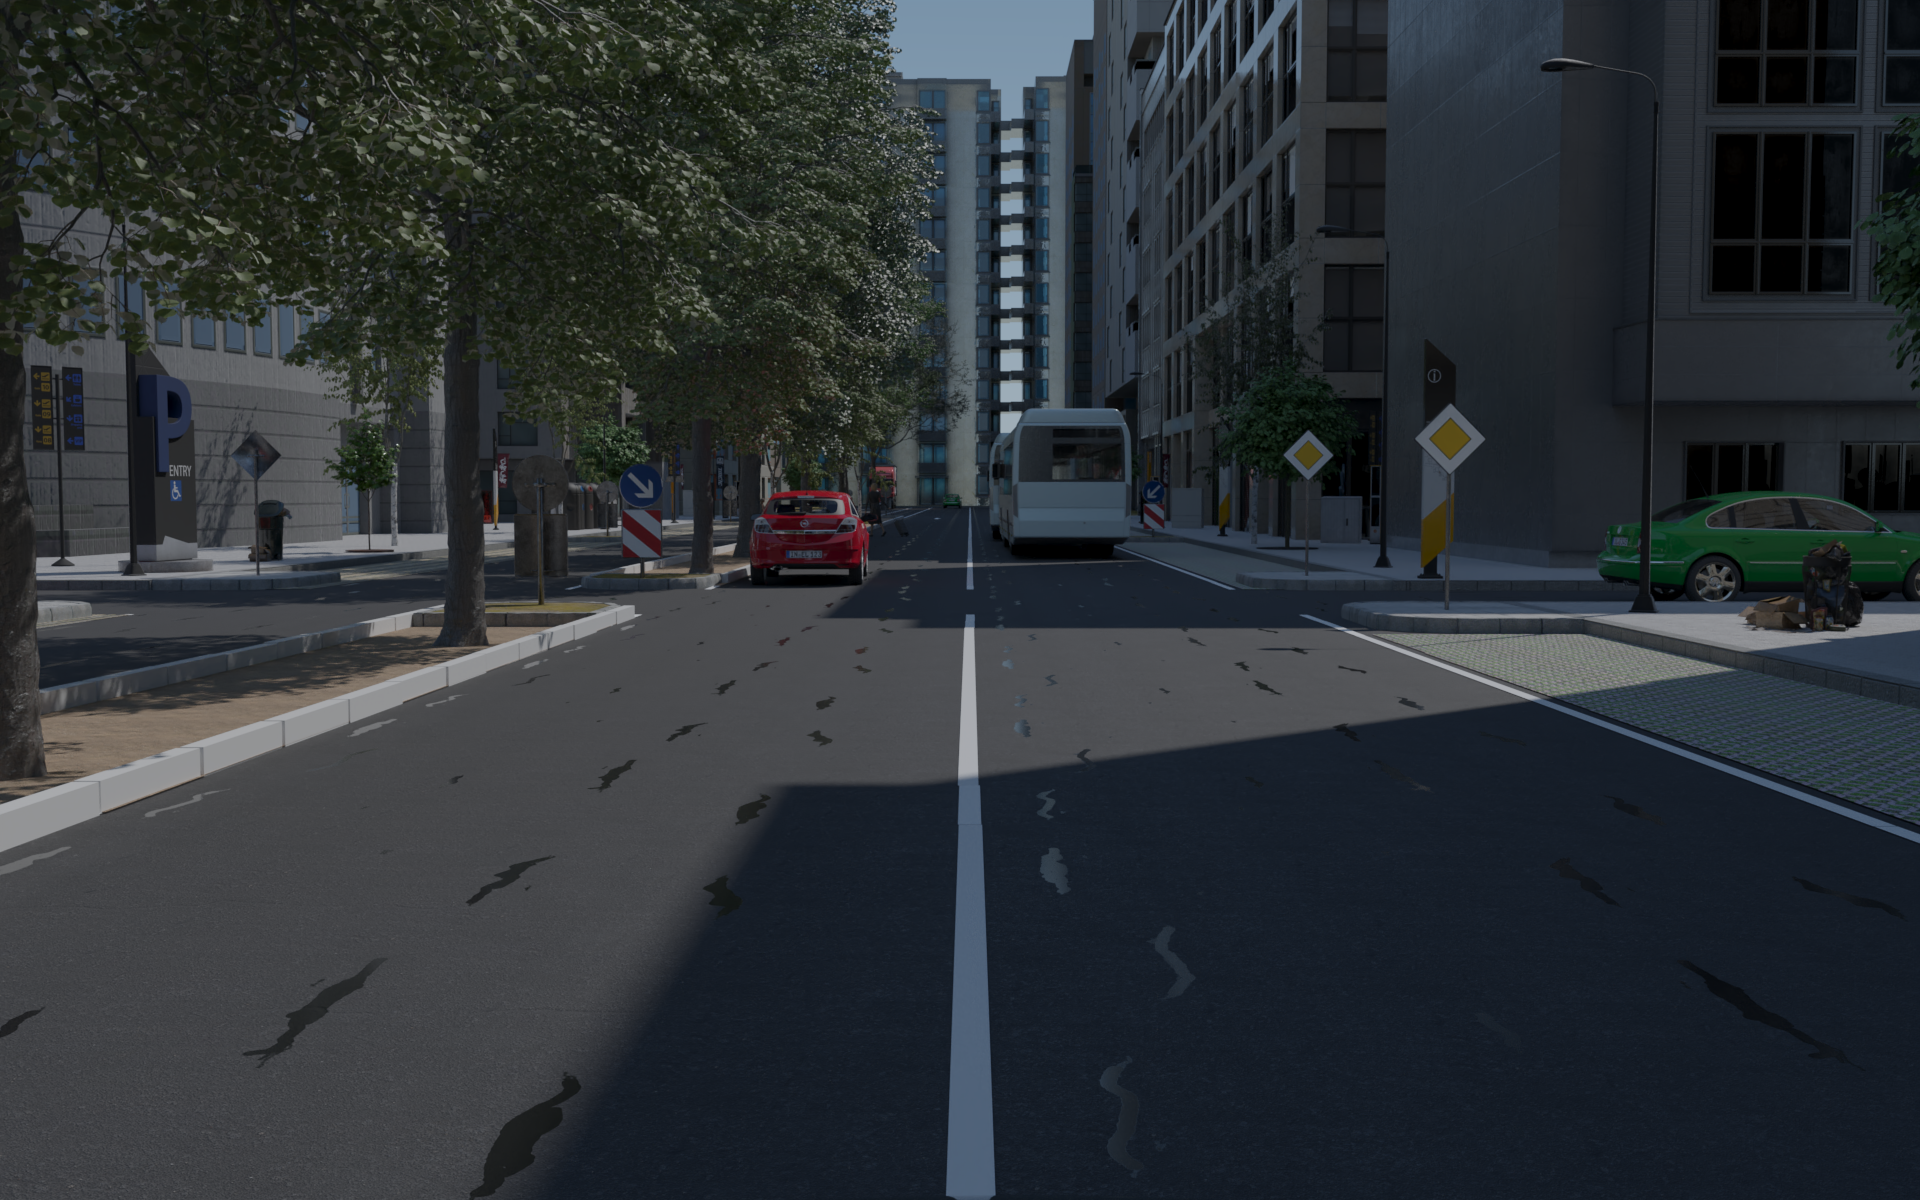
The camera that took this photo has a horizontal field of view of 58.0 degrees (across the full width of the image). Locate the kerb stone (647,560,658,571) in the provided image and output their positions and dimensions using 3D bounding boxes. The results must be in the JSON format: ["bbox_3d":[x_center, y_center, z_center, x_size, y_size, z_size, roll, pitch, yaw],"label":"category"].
[{"bbox_3d":[-5.852,-0.624,32.395,0.120,0.150,1.000,0,4,0],"label":"kerb stone"}]

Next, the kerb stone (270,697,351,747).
[{"bbox_3d":[-3.881,0.727,10.313,0.120,0.150,1.000,0,4,0],"label":"kerb stone"}]

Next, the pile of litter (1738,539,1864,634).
[{"bbox_3d":[8.075,-0.167,16.696,1.719,0.858,1.176,-3,4,-36],"label":"pile of litter"}]

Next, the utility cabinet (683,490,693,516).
[{"bbox_3d":[-15.286,-5.481,98.296,0.318,1.500,1.173,-3,5,-40],"label":"utility cabinet"}]

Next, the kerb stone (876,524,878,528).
[{"bbox_3d":[-3.537,-2.945,70.339,0.120,0.150,1.000,0,4,0],"label":"kerb stone"}]

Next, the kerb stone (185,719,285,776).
[{"bbox_3d":[-3.891,0.790,9.280,0.120,0.150,1.000,0,4,0],"label":"kerb stone"}]

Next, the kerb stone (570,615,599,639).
[{"bbox_3d":[-3.836,0.290,17.487,0.120,0.150,1.000,0,4,0],"label":"kerb stone"}]

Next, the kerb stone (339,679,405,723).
[{"bbox_3d":[-3.873,0.664,11.335,0.120,0.150,1.000,0,4,0],"label":"kerb stone"}]

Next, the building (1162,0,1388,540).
[{"bbox_3d":[19.090,-15.906,64.581,19.350,26.468,34.151,0,4,0],"label":"building"}]

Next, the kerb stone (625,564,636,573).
[{"bbox_3d":[-5.876,-0.496,30.350,0.120,0.150,1.000,0,4,0],"label":"kerb stone"}]

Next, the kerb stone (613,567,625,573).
[{"bbox_3d":[-5.876,-0.431,29.328,0.120,0.150,1.000,0,4,0],"label":"kerb stone"}]

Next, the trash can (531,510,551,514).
[{"bbox_3d":[-13.266,-2.642,54.855,0.748,1.137,0.748,0,3,0],"label":"trash can"}]

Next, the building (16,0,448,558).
[{"bbox_3d":[-27.713,-30.738,44.563,21.231,58.520,28.212,0,4,0],"label":"building"}]

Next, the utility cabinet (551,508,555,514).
[{"bbox_3d":[-16.883,-3.811,73.473,0.306,1.237,1.020,3,5,41],"label":"utility cabinet"}]

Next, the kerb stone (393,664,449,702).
[{"bbox_3d":[-3.880,0.601,12.362,0.120,0.150,1.000,0,4,0],"label":"kerb stone"}]

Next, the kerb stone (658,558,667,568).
[{"bbox_3d":[-5.855,-0.686,33.418,0.120,0.150,1.000,0,4,0],"label":"kerb stone"}]

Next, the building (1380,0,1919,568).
[{"bbox_3d":[25.137,-13.176,34.491,30.058,24.678,14.314,0,4,0],"label":"building"}]

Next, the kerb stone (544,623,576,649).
[{"bbox_3d":[-3.850,0.351,16.463,0.120,0.150,1.000,0,4,0],"label":"kerb stone"}]

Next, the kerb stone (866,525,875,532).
[{"bbox_3d":[-3.548,-2.819,68.288,0.120,0.150,1.000,0,4,0],"label":"kerb stone"}]

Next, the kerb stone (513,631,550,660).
[{"bbox_3d":[-3.854,0.414,15.433,0.120,0.150,1.000,0,4,0],"label":"kerb stone"}]

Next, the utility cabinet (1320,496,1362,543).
[{"bbox_3d":[9.957,-2.085,45.245,1.020,1.237,0.306,2,4,28],"label":"utility cabinet"}]

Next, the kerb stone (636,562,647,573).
[{"bbox_3d":[-5.861,-0.561,31.372,0.120,0.150,1.000,0,4,0],"label":"kerb stone"}]

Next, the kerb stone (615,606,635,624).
[{"bbox_3d":[-3.827,0.170,19.533,0.120,0.150,1.000,0,4,0],"label":"kerb stone"}]

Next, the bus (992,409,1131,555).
[{"bbox_3d":[2.397,-3.003,43.963,2.948,3.499,13.247,0,4,0],"label":"bus"}]

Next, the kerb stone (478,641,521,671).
[{"bbox_3d":[-3.862,0.476,14.411,0.120,0.150,1.000,0,4,0],"label":"kerb stone"}]

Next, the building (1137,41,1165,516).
[{"bbox_3d":[16.440,-16.738,91.682,12.078,24.808,19.932,0,4,0],"label":"building"}]

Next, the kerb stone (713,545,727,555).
[{"bbox_3d":[-5.799,-1.188,41.625,0.120,0.150,1.000,0,4,0],"label":"kerb stone"}]

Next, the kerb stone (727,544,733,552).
[{"bbox_3d":[-5.792,-1.248,42.648,0.120,0.150,1.000,0,4,0],"label":"kerb stone"}]

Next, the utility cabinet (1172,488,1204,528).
[{"bbox_3d":[8.530,-3.433,64.812,1.173,1.500,0.318,2,4,27],"label":"utility cabinet"}]

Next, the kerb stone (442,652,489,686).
[{"bbox_3d":[-3.863,0.539,13.389,0.120,0.150,1.000,0,4,0],"label":"kerb stone"}]

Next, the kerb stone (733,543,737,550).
[{"bbox_3d":[-5.798,-1.308,43.670,0.120,0.150,1.000,0,4,0],"label":"kerb stone"}]

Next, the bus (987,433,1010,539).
[{"bbox_3d":[2.325,-3.893,58.510,2.948,3.499,13.247,0,4,1],"label":"bus"}]

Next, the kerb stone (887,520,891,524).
[{"bbox_3d":[-3.475,-3.635,81.630,0.120,0.150,1.000,0,4,0],"label":"kerb stone"}]

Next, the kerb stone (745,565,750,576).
[{"bbox_3d":[-3.768,-0.498,30.332,0.120,0.150,1.000,0,4,0],"label":"kerb stone"}]

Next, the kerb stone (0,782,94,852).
[{"bbox_3d":[-3.900,0.916,7.222,0.120,0.150,1.000,0,4,0],"label":"kerb stone"}]

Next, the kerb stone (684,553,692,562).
[{"bbox_3d":[-5.833,-0.874,36.491,0.120,0.150,1.000,0,4,0],"label":"kerb stone"}]

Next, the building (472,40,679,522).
[{"bbox_3d":[-21.815,-19.053,83.217,14.160,30.474,14.107,0,4,0],"label":"building"}]

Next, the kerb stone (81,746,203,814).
[{"bbox_3d":[-3.901,0.853,8.248,0.120,0.150,1.000,0,4,0],"label":"kerb stone"}]

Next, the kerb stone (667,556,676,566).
[{"bbox_3d":[-5.844,-0.748,34.440,0.120,0.150,1.000,0,4,0],"label":"kerb stone"}]

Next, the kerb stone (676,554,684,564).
[{"bbox_3d":[-5.837,-0.811,35.462,0.120,0.150,1.000,0,4,0],"label":"kerb stone"}]

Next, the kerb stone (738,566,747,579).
[{"bbox_3d":[-3.774,-0.435,29.308,0.120,0.150,1.000,0,4,0],"label":"kerb stone"}]

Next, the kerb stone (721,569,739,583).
[{"bbox_3d":[-3.778,-0.372,28.285,0.120,0.150,1.000,0,4,0],"label":"kerb stone"}]

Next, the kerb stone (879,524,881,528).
[{"bbox_3d":[-3.517,-3.132,73.413,0.120,0.150,1.000,0,4,0],"label":"kerb stone"}]

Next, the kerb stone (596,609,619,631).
[{"bbox_3d":[-3.839,0.233,18.510,0.120,0.150,1.000,0,4,0],"label":"kerb stone"}]
